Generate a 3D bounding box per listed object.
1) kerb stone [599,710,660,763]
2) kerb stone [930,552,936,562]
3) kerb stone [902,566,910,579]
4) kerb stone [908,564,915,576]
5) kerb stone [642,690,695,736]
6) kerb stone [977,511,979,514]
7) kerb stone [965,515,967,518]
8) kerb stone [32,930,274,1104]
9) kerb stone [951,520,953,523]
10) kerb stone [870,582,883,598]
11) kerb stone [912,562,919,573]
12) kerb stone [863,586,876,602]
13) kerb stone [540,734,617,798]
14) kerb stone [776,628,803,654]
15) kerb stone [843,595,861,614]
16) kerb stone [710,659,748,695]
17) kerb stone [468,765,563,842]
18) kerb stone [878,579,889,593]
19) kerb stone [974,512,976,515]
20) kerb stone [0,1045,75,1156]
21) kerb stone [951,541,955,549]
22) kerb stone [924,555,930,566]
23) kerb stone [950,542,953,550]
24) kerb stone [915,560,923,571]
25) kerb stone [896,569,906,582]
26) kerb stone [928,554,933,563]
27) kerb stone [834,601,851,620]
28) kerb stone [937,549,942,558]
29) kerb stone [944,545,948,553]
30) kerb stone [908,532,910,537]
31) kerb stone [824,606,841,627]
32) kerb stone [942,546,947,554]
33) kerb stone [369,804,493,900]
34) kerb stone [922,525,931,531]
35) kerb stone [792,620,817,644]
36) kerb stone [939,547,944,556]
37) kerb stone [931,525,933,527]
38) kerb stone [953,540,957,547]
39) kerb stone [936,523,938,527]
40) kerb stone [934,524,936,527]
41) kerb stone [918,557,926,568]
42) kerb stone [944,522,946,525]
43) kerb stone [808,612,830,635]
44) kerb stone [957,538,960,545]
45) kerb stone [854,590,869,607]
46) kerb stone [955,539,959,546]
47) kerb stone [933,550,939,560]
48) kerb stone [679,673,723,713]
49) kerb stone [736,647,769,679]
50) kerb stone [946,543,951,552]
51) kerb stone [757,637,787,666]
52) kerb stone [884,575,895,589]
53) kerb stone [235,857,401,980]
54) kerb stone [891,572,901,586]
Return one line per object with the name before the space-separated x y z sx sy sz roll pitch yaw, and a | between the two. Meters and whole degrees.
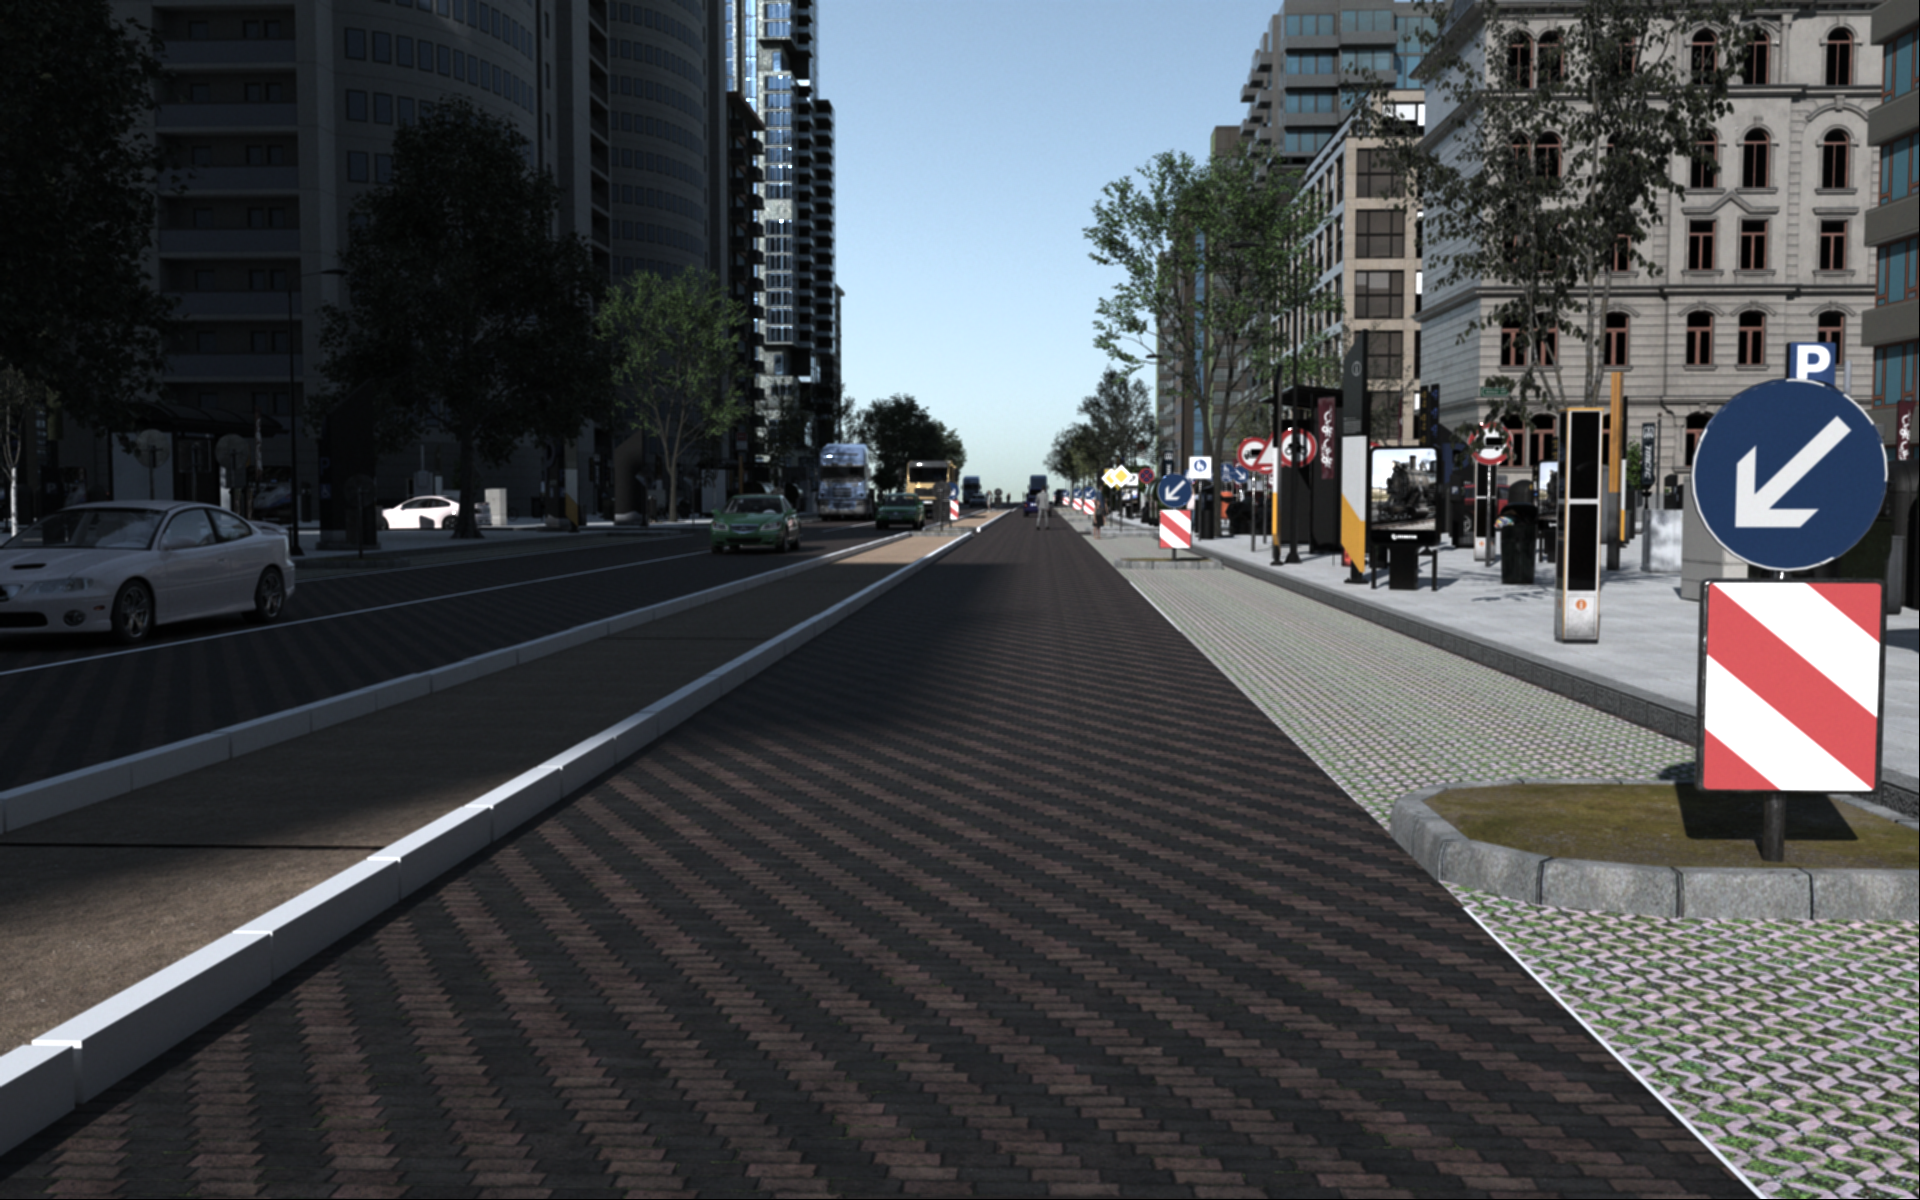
kerb stone | -1.862 0.768 9.689 0.120 0.150 1.000 0 4 3
kerb stone | -0.644 -0.861 36.308 0.120 0.150 1.000 0 4 3
kerb stone | -0.974 -0.426 29.156 0.120 0.150 1.000 0 4 3
kerb stone | -0.926 -0.488 30.178 0.120 0.150 1.000 0 4 3
kerb stone | -1.814 0.702 10.716 0.120 0.150 1.000 0 4 3
kerb stone | 1.024 -5.915 118.903 0.120 0.150 1.000 0 4 3
kerb stone | 0.181 -4.787 100.460 0.120 0.150 1.000 0 4 3
kerb stone | -2.097 1.078 4.567 0.120 0.150 1.000 0 4 3
kerb stone | -0.566 -3.786 84.092 0.120 0.150 1.000 0 4 3
kerb stone | -1.213 -0.112 24.029 0.120 0.150 1.000 0 4 3
kerb stone | -0.884 -0.544 31.199 0.120 0.150 1.000 0 4 3
kerb stone | -1.258 -0.046 23.007 0.120 0.150 1.000 0 4 3
kerb stone | -1.909 0.828 8.660 0.120 0.150 1.000 0 4 3
kerb stone | -1.584 0.389 15.832 0.120 0.150 1.000 0 4 3
kerb stone | -1.344 0.076 20.959 0.120 0.150 1.000 0 4 3
kerb stone | -1.726 0.577 12.765 0.120 0.150 1.000 0 4 3
kerb stone | -1.959 0.891 7.634 0.120 0.150 1.000 0 4 3
kerb stone | -1.164 -0.175 25.050 0.120 0.150 1.000 0 4 3
kerb stone | 0.780 -5.601 113.787 0.120 0.150 1.000 0 4 3
kerb stone | -2.146 1.141 3.537 0.120 0.150 1.000 0 4 3
kerb stone | -0.269 -1.364 44.507 0.120 0.150 1.000 0 4 3
kerb stone | -0.743 -0.738 34.263 0.120 0.150 1.000 0 4 3
kerb stone | -0.327 -1.301 43.481 0.120 0.150 1.000 0 4 3
kerb stone | -0.830 -0.609 32.220 0.120 0.150 1.000 0 4 3
kerb stone | -1.022 -0.361 28.128 0.120 0.150 1.000 0 4 3
kerb stone | -0.693 -0.798 35.284 0.120 0.150 1.000 0 4 3
kerb stone | -1.400 0.142 19.930 0.120 0.150 1.000 0 4 3
kerb stone | -0.551 -0.988 38.353 0.120 0.150 1.000 0 4 3
kerb stone | -0.423 -1.176 41.421 0.120 0.150 1.000 0 4 3
kerb stone | -1.813 -2.123 56.907 0.120 0.150 1.000 0 4 3
kerb stone | -1.439 0.206 18.906 0.120 0.150 1.000 0 4 3
kerb stone | -0.459 -1.113 40.399 0.120 0.150 1.000 0 4 3
kerb stone | -2.010 0.953 6.613 0.120 0.150 1.000 0 4 3
kerb stone | -1.323 -2.776 67.693 0.120 0.150 1.000 0 4 3
kerb stone | -1.542 0.327 16.853 0.120 0.150 1.000 0 4 3
kerb stone | -0.508 -1.051 39.374 0.120 0.150 1.000 0 4 3
kerb stone | -1.263 -2.845 68.715 0.120 0.150 1.000 0 4 3
kerb stone | -0.227 -1.427 45.529 0.120 0.150 1.000 0 4 3
kerb stone | -1.126 -3.033 71.786 0.120 0.150 1.000 0 4 3
kerb stone | -1.172 -2.968 70.765 0.120 0.150 1.000 0 4 3
kerb stone | -0.791 -0.675 33.241 0.120 0.150 1.000 0 4 3
kerb stone | -0.846 -3.410 77.941 0.120 0.150 1.000 0 4 3
kerb stone | -1.490 0.264 17.875 0.120 0.150 1.000 0 4 3
kerb stone | -0.144 -1.552 47.579 0.120 0.150 1.000 0 4 3
kerb stone | -1.302 0.014 21.980 0.120 0.150 1.000 0 4 3
kerb stone | -0.185 -1.490 46.550 0.120 0.150 1.000 0 4 3
kerb stone | -0.596 -0.926 37.329 0.120 0.150 1.000 0 4 3
kerb stone | -1.774 0.642 11.740 0.120 0.150 1.000 0 4 3
kerb stone | -1.677 0.514 13.786 0.120 0.150 1.000 0 4 3
kerb stone | -0.367 -1.239 42.454 0.120 0.150 1.000 0 4 3
kerb stone | -1.634 0.452 14.809 0.120 0.150 1.000 0 4 3
kerb stone | -1.117 -0.233 26.085 0.120 0.150 1.000 0 4 3
kerb stone | -2.057 1.018 5.592 0.120 0.150 1.000 0 4 3
kerb stone | -1.067 -0.299 27.106 0.120 0.150 1.000 0 4 3
